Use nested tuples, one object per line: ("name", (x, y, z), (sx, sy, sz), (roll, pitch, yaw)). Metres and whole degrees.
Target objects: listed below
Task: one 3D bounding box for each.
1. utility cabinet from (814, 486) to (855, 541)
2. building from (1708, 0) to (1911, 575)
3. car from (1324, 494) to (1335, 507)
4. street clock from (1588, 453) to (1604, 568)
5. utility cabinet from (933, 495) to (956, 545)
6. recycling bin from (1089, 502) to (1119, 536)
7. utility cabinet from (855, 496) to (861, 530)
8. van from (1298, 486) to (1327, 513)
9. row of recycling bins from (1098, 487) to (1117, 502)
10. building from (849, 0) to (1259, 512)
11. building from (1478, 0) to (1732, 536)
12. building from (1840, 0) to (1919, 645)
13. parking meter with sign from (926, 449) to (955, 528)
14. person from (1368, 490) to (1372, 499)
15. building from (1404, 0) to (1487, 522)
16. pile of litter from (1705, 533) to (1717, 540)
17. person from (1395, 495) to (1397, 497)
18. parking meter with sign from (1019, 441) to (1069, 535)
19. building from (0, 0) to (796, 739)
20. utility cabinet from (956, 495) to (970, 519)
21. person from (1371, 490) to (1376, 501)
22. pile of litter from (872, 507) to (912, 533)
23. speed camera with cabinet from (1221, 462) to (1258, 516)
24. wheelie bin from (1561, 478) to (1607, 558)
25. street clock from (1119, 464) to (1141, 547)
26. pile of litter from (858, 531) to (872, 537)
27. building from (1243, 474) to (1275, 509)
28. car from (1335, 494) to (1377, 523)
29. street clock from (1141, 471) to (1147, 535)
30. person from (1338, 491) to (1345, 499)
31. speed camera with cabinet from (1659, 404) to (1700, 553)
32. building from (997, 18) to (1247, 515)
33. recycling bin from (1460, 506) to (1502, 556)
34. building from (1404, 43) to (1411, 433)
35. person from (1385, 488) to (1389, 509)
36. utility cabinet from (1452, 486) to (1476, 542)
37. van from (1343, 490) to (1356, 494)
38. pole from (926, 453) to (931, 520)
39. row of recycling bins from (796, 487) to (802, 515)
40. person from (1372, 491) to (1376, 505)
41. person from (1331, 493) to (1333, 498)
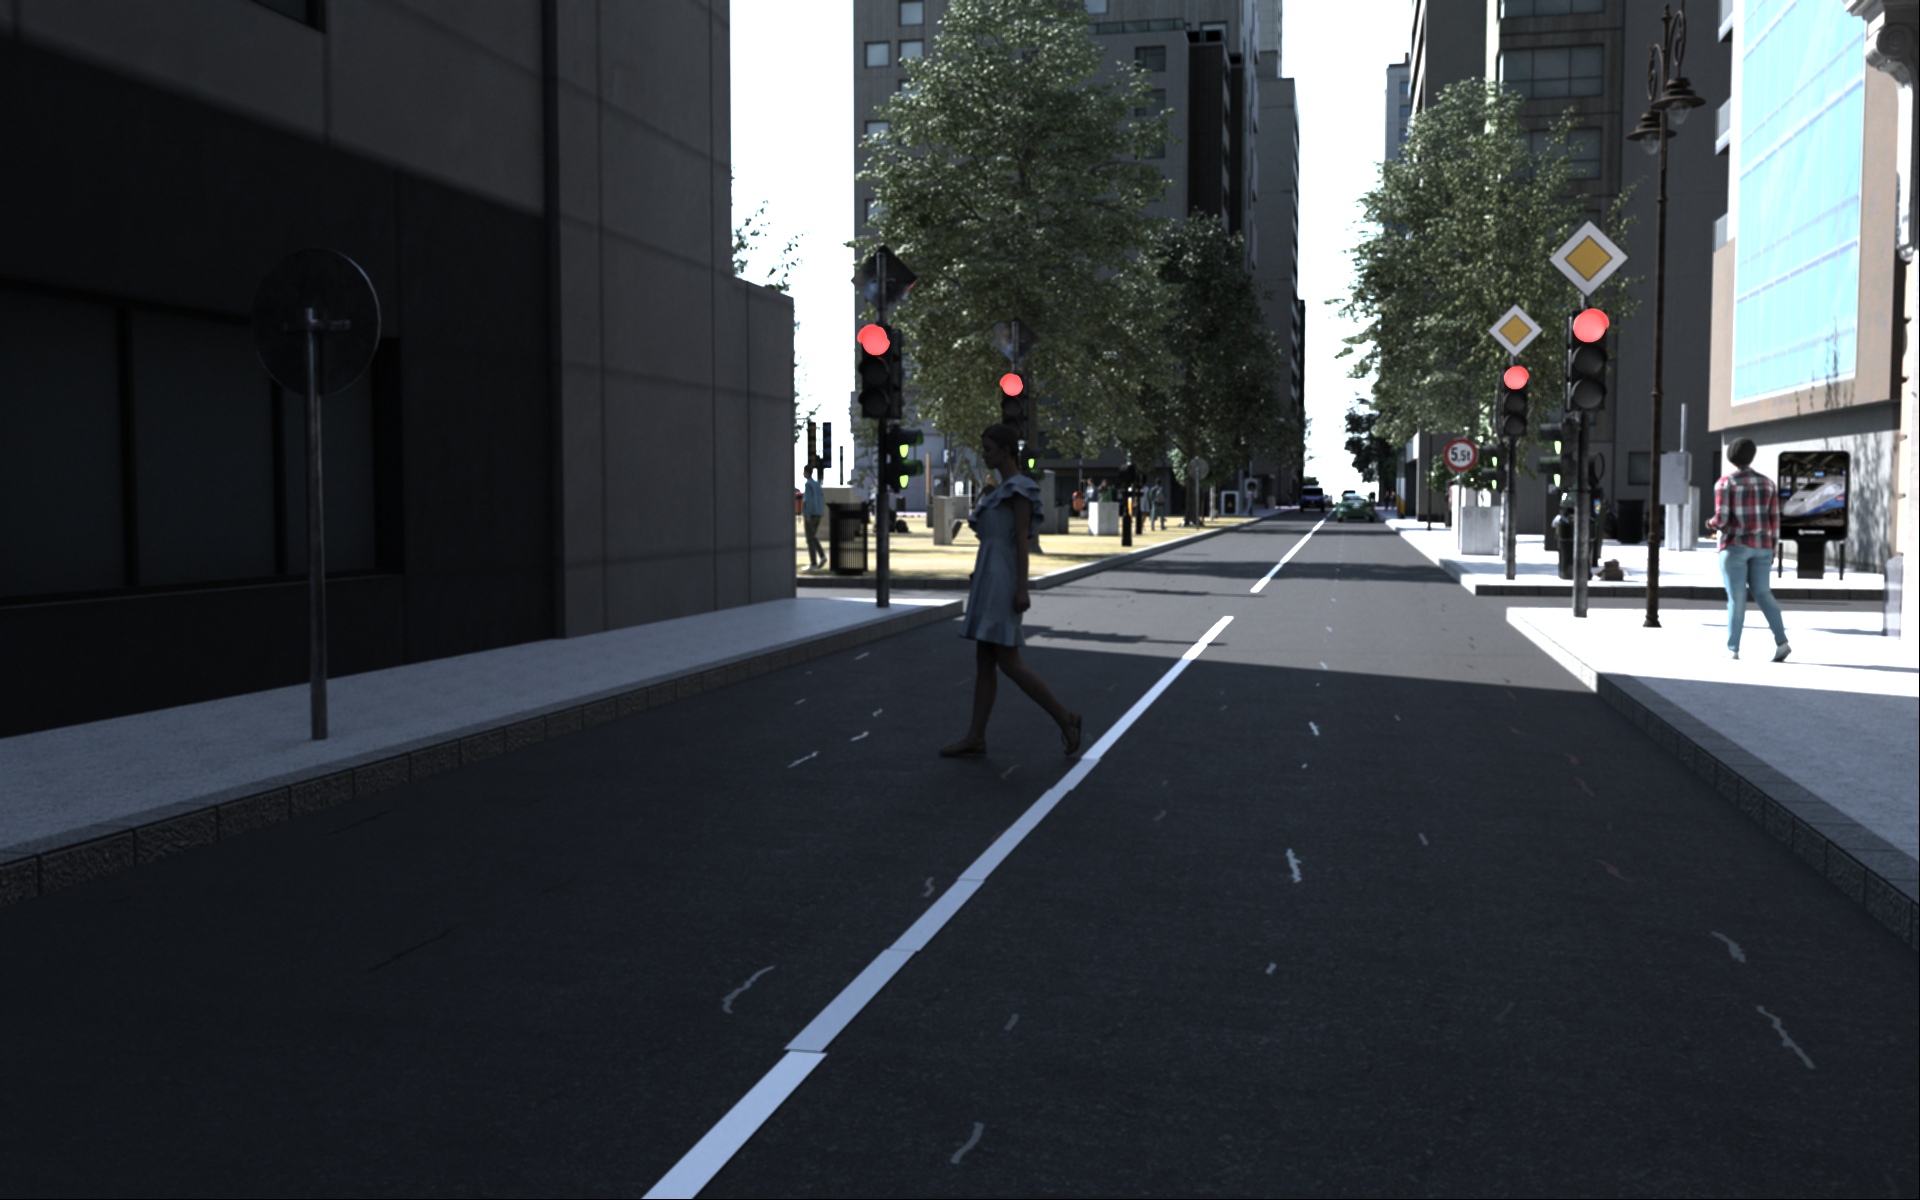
("utility cabinet", (-3.420, -2.316, 46.538), (1.173, 1.500, 0.318), (2, 4, 26))
("building", (22.392, -23.231, 29.944), (14.200, 45.320, 14.600), (1, 4, 13))
("car", (41.032, -11.265, 194.411), (2.015, 1.641, 3.980), (1, 4, 11))
("street clock", (11.049, -1.572, 30.267), (0.358, 2.002, 0.471), (3, 5, 41))
("utility cabinet", (-0.423, -1.992, 43.735), (0.306, 1.237, 1.020), (1, 4, 11))
("recycling bin", (4.431, -2.492, 53.297), (0.722, 1.027, 0.722), (-1, 4, -20))
("utility cabinet", (-3.801, -3.087, 61.642), (0.306, 1.237, 1.020), (1, 4, 14))
("van", (27.738, -8.072, 136.354), (2.240, 2.365, 5.245), (1, 4, 11))
("row of recycling bins", (8.486, -5.709, 100.462), (1.069, 1.692, 3.534), (0, 4, -1))
("building", (8.372, -33.137, 131.027), (28.713, 52.752, 27.495), (1, 4, 13))
("building", (25.086, -22.938, 58.628), (14.154, 41.232, 14.086), (1, 4, 13))
("building", (12.287, -13.338, 3.986), (13.634, 28.700, 20.117), (1, 4, 13))
("parking meter with sign", (-0.762, -4.296, 66.503), (0.543, 3.016, 1.738), (1, 4, 23))
("person", (47.420, -11.821, 199.848), (0.617, 1.759, 0.750), (1, 4, 11))
("building", (33.527, -28.234, 85.335), (21.300, 48.544, 21.600), (1, 4, 13))
("pile of litter", (21.476, -2.090, 48.141), (1.176, 0.858, 1.719), (0, 4, -1))
("person", (46.781, -10.942, 184.926), (0.705, 1.826, 1.348), (3, 4, 37))
("parking meter with sign", (2.654, -3.586, 54.900), (1.738, 3.016, 0.543), (-2, 4, -34))
("building", (-14.338, -35.083, 11.852), (20.611, 71.187, 20.563), (1, 4, 13))
("utility cabinet", (0.030, -4.684, 87.741), (1.020, 1.237, 0.306), (-3, 4, -37))
("person", (45.990, -11.397, 192.827), (0.683, 1.767, 0.568), (0, 4, 6))
("pile of litter", (-2.433, -2.673, 57.673), (1.719, 0.858, 1.176), (0, 4, -6))
("speed camera with cabinet", (16.273, -6.518, 100.903), (2.038, 3.252, 0.660), (0, 4, 2))
("wheelie bin", (12.499, -1.641, 34.733), (0.693, 1.594, 0.980), (-2, 4, -35))
("street clock", (4.091, -2.315, 42.414), (0.358, 2.002, 0.471), (2, 4, 33))
("pile of litter", (-3.766, -2.340, 52.226), (1.719, 0.858, 1.176), (1, 4, 23))
("building", (12.131, -28.442, 156.902), (32.217, 40.220, 23.993), (1, 4, 13))
("car", (20.085, -4.653, 87.867), (2.131, 1.459, 4.920), (1, 4, 13))
("street clock", (5.666, -3.077, 54.875), (0.471, 2.002, 0.358), (0, 4, -3))
("person", (44.290, -11.715, 200.128), (1.348, 1.812, 0.705), (-1, 4, -16))
("speed camera with cabinet", (16.067, -2.713, 38.693), (0.660, 3.252, 2.038), (2, 4, 32))
("building", (10.602, -20.687, 109.929), (14.160, 30.474, 14.107), (1, 4, 13))
("recycling bin", (10.932, -1.447, 36.211), (0.722, 1.027, 0.722), (3, 4, 38))
("building", (51.355, -32.672, 153.793), (23.786, 49.044, 30.456), (1, 4, 13))
("person", (37.846, -9.031, 153.664), (0.705, 1.831, 1.348), (1, 4, 9))
("utility cabinet", (13.264, -2.254, 45.532), (0.318, 1.500, 1.173), (0, 4, 1))
("van", (53.164, -14.188, 236.357), (2.240, 2.365, 5.245), (1, 4, 12))
("pole", (-1.567, -5.647, 86.178), (0.158, 3.312, 0.155), (0, 3, 0))
("row of recycling bins", (-9.624, -6.026, 105.635), (3.534, 1.692, 1.069), (0, 4, -5))
("person", (48.348, -11.927, 201.962), (0.530, 1.710, 0.541), (-2, 4, -24))
("person", (54.689, -14.991, 255.073), (0.593, 1.643, 0.415), (3, 5, 41))
